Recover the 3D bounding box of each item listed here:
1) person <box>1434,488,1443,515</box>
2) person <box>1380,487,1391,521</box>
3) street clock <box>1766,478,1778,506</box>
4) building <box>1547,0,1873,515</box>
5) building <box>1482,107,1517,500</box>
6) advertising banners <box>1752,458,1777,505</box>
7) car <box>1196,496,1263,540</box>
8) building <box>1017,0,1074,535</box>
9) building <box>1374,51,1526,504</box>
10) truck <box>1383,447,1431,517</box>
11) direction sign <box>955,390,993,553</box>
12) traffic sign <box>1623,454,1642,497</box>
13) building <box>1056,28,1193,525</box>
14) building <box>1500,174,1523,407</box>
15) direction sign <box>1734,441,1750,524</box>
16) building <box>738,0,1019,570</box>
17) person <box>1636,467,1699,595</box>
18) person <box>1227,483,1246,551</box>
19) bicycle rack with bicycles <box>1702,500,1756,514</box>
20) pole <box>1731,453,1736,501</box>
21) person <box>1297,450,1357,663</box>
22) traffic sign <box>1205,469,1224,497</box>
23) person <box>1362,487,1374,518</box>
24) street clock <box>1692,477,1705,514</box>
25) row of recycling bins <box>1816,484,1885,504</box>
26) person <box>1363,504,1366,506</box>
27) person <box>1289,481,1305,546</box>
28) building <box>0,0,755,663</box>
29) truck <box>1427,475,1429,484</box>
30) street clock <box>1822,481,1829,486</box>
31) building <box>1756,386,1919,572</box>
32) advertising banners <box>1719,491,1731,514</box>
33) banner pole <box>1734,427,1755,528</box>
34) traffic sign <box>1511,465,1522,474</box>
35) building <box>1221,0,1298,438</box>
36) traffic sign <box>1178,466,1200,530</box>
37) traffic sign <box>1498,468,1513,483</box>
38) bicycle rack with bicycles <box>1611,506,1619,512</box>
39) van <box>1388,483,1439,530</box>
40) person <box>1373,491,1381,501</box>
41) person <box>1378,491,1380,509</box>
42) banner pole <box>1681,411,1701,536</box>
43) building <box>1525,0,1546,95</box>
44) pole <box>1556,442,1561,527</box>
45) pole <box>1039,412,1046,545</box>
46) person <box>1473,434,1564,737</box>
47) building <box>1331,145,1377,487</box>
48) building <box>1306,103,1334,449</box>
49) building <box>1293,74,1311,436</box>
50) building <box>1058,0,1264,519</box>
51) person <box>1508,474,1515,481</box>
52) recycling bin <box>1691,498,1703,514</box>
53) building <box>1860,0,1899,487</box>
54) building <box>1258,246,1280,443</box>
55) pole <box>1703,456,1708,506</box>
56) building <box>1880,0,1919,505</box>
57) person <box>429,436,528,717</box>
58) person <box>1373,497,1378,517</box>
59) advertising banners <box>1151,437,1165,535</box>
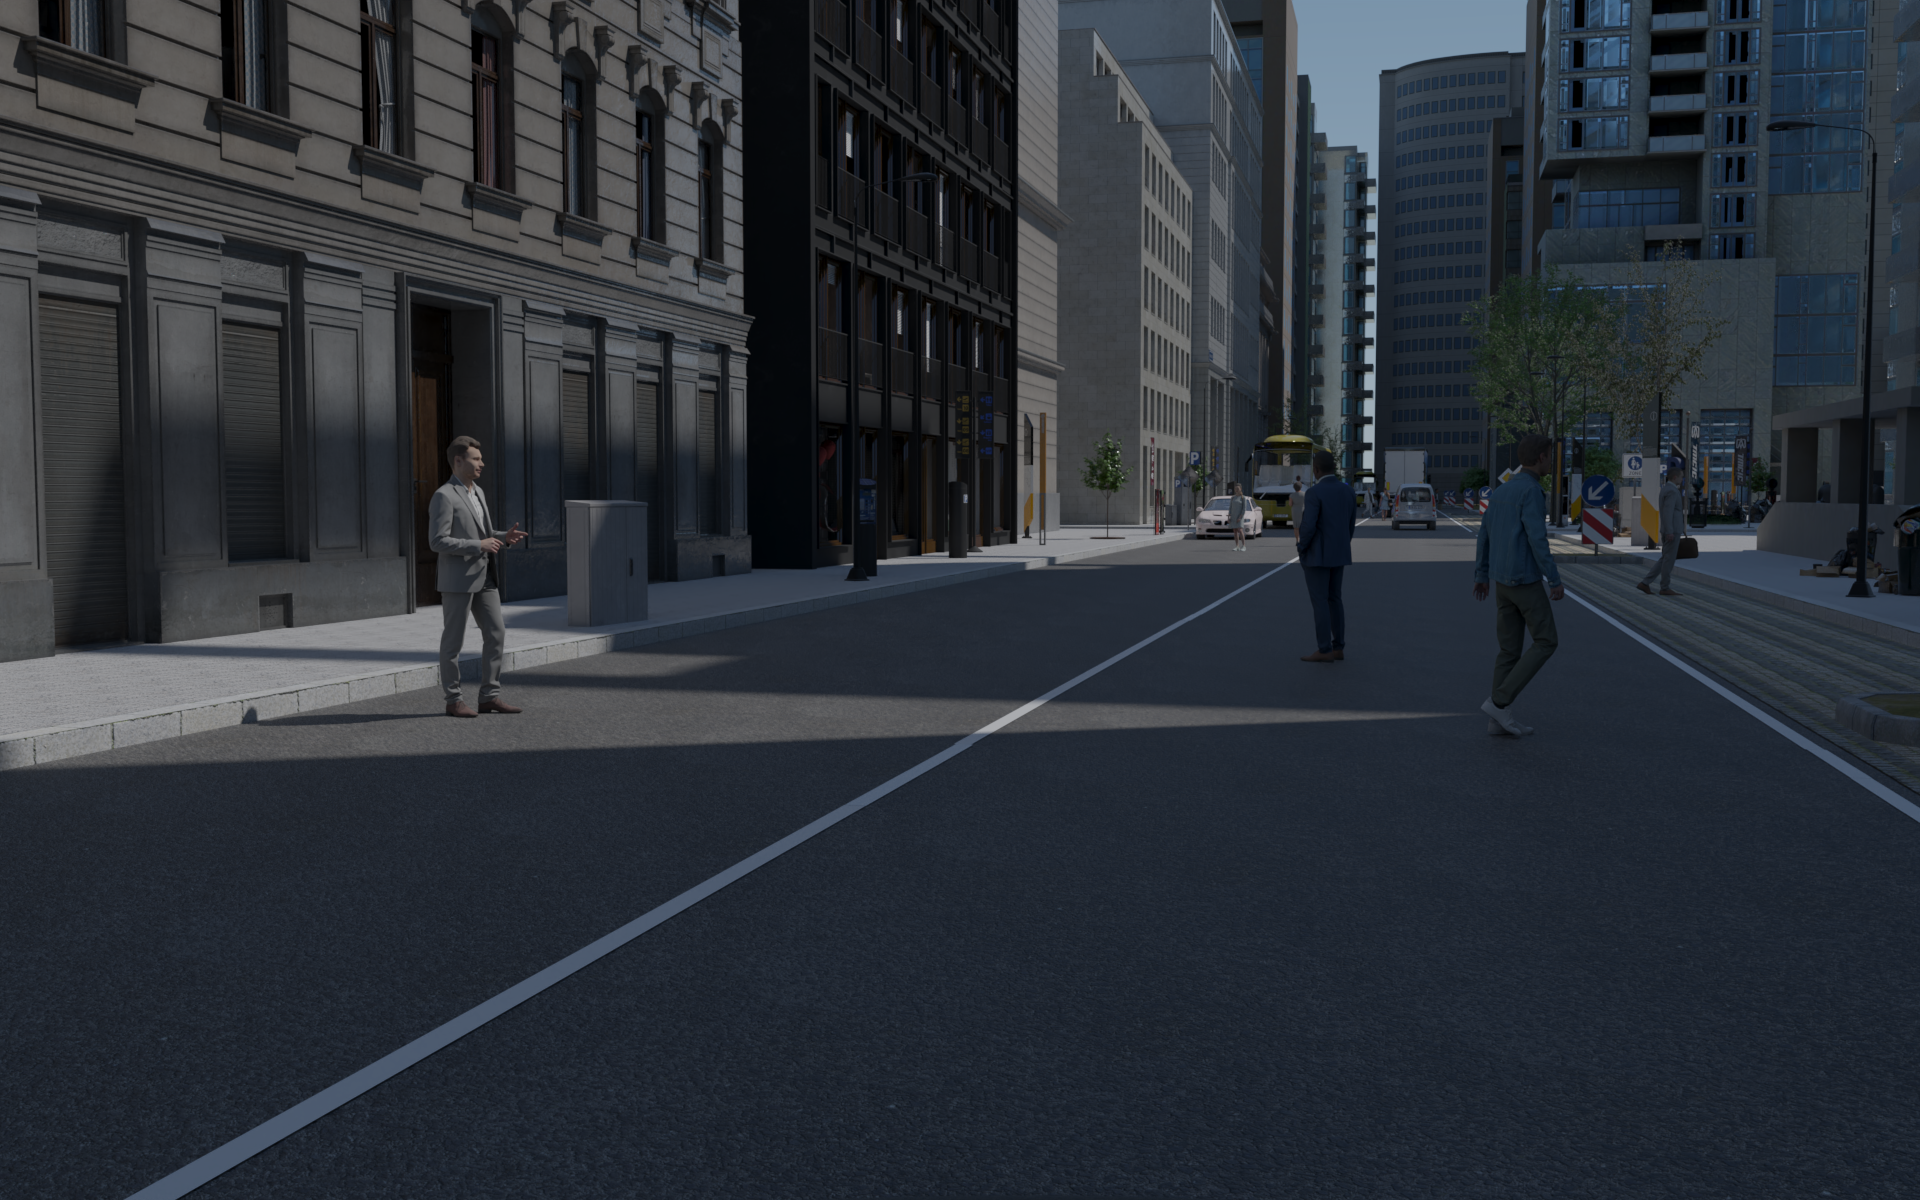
[{"bbox_3d":[32.061,-6.608,116.517,0.794,1.824,0.713,-1,4,-23],"label":"person"},{"bbox_3d":[22.546,-5.088,91.776,0.616,1.811,0.778,1,4,18],"label":"person"},{"bbox_3d":[37.209,-4.579,79.438,0.471,2.002,0.358,-1,4,-9],"label":"street clock"},{"bbox_3d":[49.357,-49.293,118.606,22.319,86.520,31.000,1,4,15],"label":"building"},{"bbox_3d":[68.098,-33.639,200.102,14.600,45.320,14.200,1,4,15],"label":"building"},{"bbox_3d":[38.697,-5.282,82.552,2.074,3.025,0.090,3,4,36],"label":"advertising banners"},{"bbox_3d":[8.769,-2.679,56.160,2.083,1.381,4.827,1,4,14],"label":"car"},{"bbox_3d":[-8.839,-16.466,56.608,23.554,28.519,14.401,1,4,15],"label":"building"},{"bbox_3d":[69.579,-42.020,229.033,28.212,58.520,21.231,1,4,15],"label":"building"},{"bbox_3d":[28.183,-7.361,109.266,2.839,4.237,11.283,1,4,16],"label":"truck"},{"bbox_3d":[0.316,-2.818,38.065,0.876,3.537,0.379,-1,4,-18],"label":"direction sign"},{"bbox_3d":[16.998,-2.539,43.648,0.606,2.300,0.079,1,4,19],"label":"traffic sign"},{"bbox_3d":[4.518,-13.797,80.333,10.420,20.320,16.860,1,4,15],"label":"building"},{"bbox_3d":[56.346,-23.566,157.008,14.160,30.474,14.107,1,4,15],"label":"building"},{"bbox_3d":[33.761,-5.063,74.783,0.379,3.537,0.876,-1,4,-23],"label":"direction sign"},{"bbox_3d":[-6.462,-12.732,37.843,12.332,23.373,15.834,1,4,15],"label":"building"},{"bbox_3d":[10.002,-0.963,24.365,0.853,1.813,0.709,1,4,9],"label":"person"},{"bbox_3d":[7.017,-2.092,43.712,0.512,1.701,0.522,2,4,32],"label":"person"},{"bbox_3d":[42.757,-5.111,96.943,2.925,0.926,2.852,0,4,1],"label":"bicycle rack with bicycles"},{"bbox_3d":[38.662,-5.669,86.534,0.158,3.312,0.155,0,3,0],"label":"pole"},{"bbox_3d":[3.142,-0.374,14.799,0.721,1.800,0.419,-3,5,-42],"label":"person"},{"bbox_3d":[10.101,-3.997,68.995,0.795,2.450,0.064,1,4,15],"label":"traffic sign"},{"bbox_3d":[24.065,-5.734,102.132,0.514,1.842,0.818,-3,5,-42],"label":"person"},{"bbox_3d":[34.529,-4.676,81.015,0.358,2.002,0.471,-3,5,-43],"label":"street clock"},{"bbox_3d":[37.175,-4.043,73.221,3.534,1.692,1.069,0,4,7],"label":"row of recycling bins"},{"bbox_3d":[47.756,-11.910,204.171,0.436,1.711,0.756,-1,4,-17],"label":"person"},{"bbox_3d":[9.406,-2.376,47.700,0.716,1.782,0.532,0,4,4],"label":"person"},{"bbox_3d":[-10.160,-10.449,19.997,9.793,20.994,18.267,1,4,15],"label":"building"},{"bbox_3d":[34.191,-8.379,132.927,3.469,3.379,9.791,1,4,16],"label":"truck"},{"bbox_3d":[47.431,-5.525,94.900,0.358,2.002,0.471,1,4,10],"label":"street clock"},{"bbox_3d":[32.172,-20.551,27.887,32.217,40.220,23.993,1,4,15],"label":"building"},{"bbox_3d":[41.195,-5.908,92.791,2.074,3.025,0.090,-3,5,-43],"label":"advertising banners"},{"bbox_3d":[29.603,-4.609,65.376,0.401,3.779,0.863,-3,4,-38],"label":"banner pole"},{"bbox_3d":[18.913,-3.351,58.432,0.795,2.450,0.064,1,4,15],"label":"traffic sign"},{"bbox_3d":[21.856,-30.670,151.568,14.600,45.320,14.200,1,4,15],"label":"building"},{"bbox_3d":[8.085,-3.524,61.267,0.795,2.450,0.064,1,4,15],"label":"traffic sign"},{"bbox_3d":[20.929,-3.824,66.159,0.795,2.450,0.064,1,4,15],"label":"traffic sign"},{"bbox_3d":[36.842,-4.912,93.686,2.852,0.926,2.925,0,4,-4],"label":"bicycle rack with bicycles"},{"bbox_3d":[18.302,-3.844,69.868,2.013,2.044,4.112,1,4,13],"label":"van"},{"bbox_3d":[38.676,-9.287,161.064,1.217,1.735,0.721,-2,4,-27],"label":"person"},{"bbox_3d":[39.347,-9.376,162.620,0.721,1.723,1.217,0,4,-5],"label":"person"},{"bbox_3d":[22.223,-3.830,52.629,0.863,3.779,0.401,-2,4,-33],"label":"banner pole"},{"bbox_3d":[53.760,-30.091,142.101,14.600,45.320,14.200,1,4,15],"label":"building"},{"bbox_3d":[23.609,-4.547,68.182,0.158,3.312,0.155,0,3,0],"label":"pole"},{"bbox_3d":[2.075,-3.028,43.357,0.158,3.312,0.155,0,3,0],"label":"pole"},{"bbox_3d":[3.272,-0.084,10.215,0.444,1.785,0.601,0,4,-6],"label":"person"},{"bbox_3d":[41.409,-37.843,238.340,30.456,49.044,23.786,1,4,15],"label":"building"},{"bbox_3d":[27.524,-35.804,205.001,30.456,49.044,23.786,1,4,15],"label":"building"},{"bbox_3d":[25.837,-29.488,165.720,14.154,41.232,14.086,1,4,15],"label":"building"},{"bbox_3d":[11.033,-19.875,102.446,11.434,29.767,29.804,1,4,15],"label":"building"},{"bbox_3d":[11.194,-1.626,34.959,0.514,1.842,0.818,-2,4,-28],"label":"person"},{"bbox_3d":[44.944,-5.682,105.459,0.722,1.027,0.722,0,4,2],"label":"recycling bin"},{"bbox_3d":[90.294,-46.020,190.675,20.611,71.187,20.563,1,4,15],"label":"building"},{"bbox_3d":[16.207,-17.598,129.524,13.314,21.916,24.055,1,4,15],"label":"building"},{"bbox_3d":[40.401,-6.117,93.863,0.158,3.312,0.155,0,3,0],"label":"pole"},{"bbox_3d":[55.418,-27.627,71.314,30.456,49.044,23.786,1,4,15],"label":"building"},{"bbox_3d":[-3.097,-0.149,11.142,0.583,1.804,0.606,1,4,11],"label":"person"},{"bbox_3d":[25.828,-5.774,107.594,0.332,1.250,0.352,-1,4,-13],"label":"person"},{"bbox_3d":[6.163,-3.541,54.080,0.090,3.025,2.074,1,4,19],"label":"advertising banners"}]
